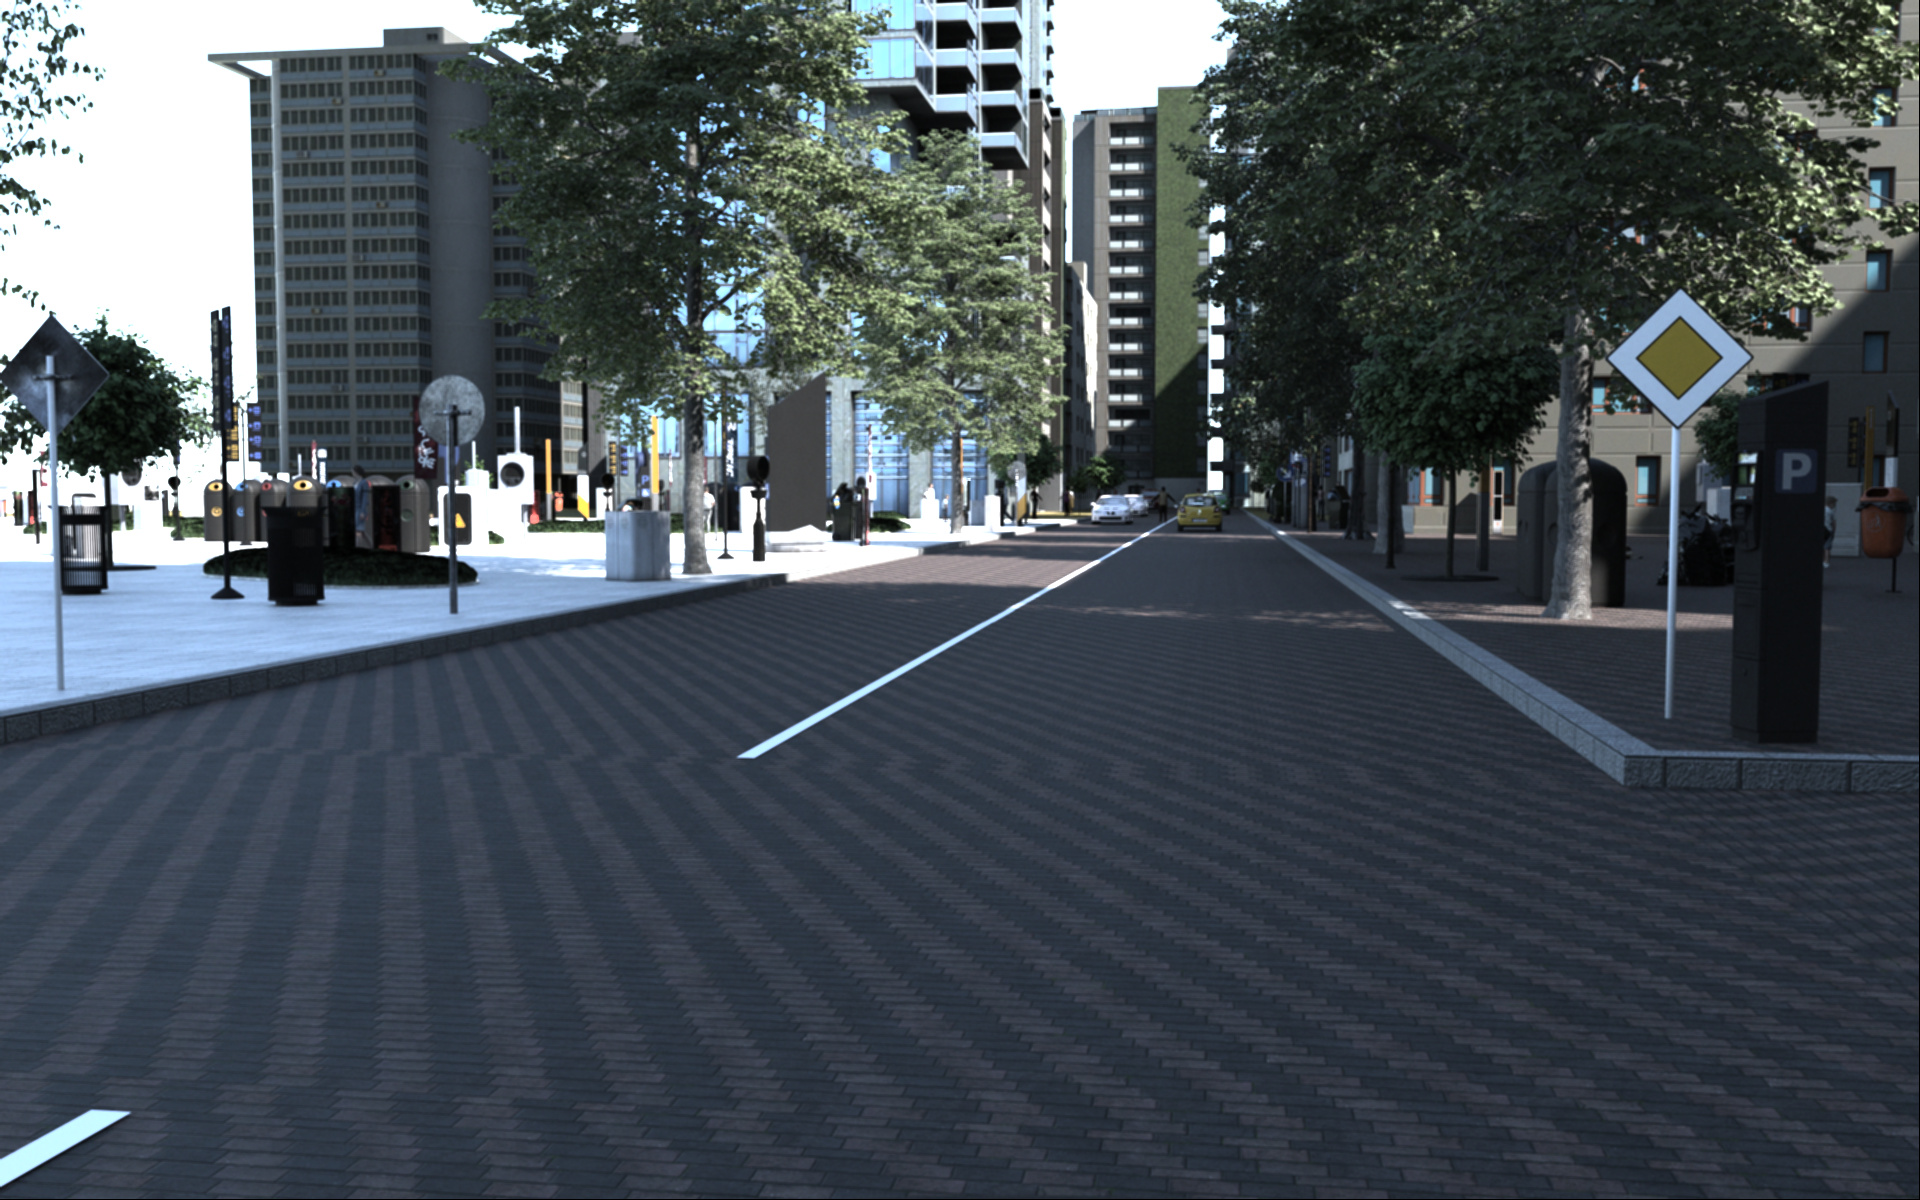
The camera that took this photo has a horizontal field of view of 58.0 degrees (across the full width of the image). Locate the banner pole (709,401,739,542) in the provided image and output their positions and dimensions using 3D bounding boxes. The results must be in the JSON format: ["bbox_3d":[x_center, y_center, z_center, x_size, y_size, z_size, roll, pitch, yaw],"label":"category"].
[{"bbox_3d":[-6.375,-3.471,46.766,0.863,3.779,0.401,1,4,8],"label":"banner pole"}]

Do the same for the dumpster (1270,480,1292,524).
[{"bbox_3d":[14.380,-4.488,75.873,1.502,2.255,1.985,1,4,9],"label":"dumpster"}]

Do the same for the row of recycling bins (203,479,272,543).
[{"bbox_3d":[-18.632,-2.394,46.261,3.534,1.692,1.069,1,4,16],"label":"row of recycling bins"}]

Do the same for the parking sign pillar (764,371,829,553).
[{"bbox_3d":[-3.607,-3.028,37.982,1.447,3.967,1.447,-1,4,-21],"label":"parking sign pillar"}]

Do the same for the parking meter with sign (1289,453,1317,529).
[{"bbox_3d":[12.862,-4.174,64.508,0.543,3.016,1.738,2,4,26],"label":"parking meter with sign"}]

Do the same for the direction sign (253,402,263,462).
[{"bbox_3d":[-17.646,-3.101,42.696,0.876,3.537,0.379,0,4,-8],"label":"direction sign"}]

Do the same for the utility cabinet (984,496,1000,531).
[{"bbox_3d":[1.132,-2.999,60.191,0.306,1.237,1.020,1,4,16],"label":"utility cabinet"}]

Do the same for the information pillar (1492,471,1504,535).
[{"bbox_3d":[17.038,-3.080,54.854,0.304,2.012,0.304,1,4,17],"label":"information pillar"}]

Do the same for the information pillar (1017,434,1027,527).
[{"bbox_3d":[2.407,-4.669,67.693,0.183,3.616,0.504,-3,5,-43],"label":"information pillar"}]

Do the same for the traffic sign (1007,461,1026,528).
[{"bbox_3d":[2.160,-4.049,66.304,0.768,2.556,0.104,1,4,17],"label":"traffic sign"}]

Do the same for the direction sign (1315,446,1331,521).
[{"bbox_3d":[17.025,-5.466,81.367,0.379,3.537,0.876,-3,5,-42],"label":"direction sign"}]

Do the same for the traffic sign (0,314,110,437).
[{"bbox_3d":[-5.910,-0.558,11.314,0.795,2.593,0.064,1,4,8],"label":"traffic sign"}]

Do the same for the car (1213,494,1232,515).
[{"bbox_3d":[18.024,-6.879,121.271,1.959,1.807,4.718,1,4,10],"label":"car"}]

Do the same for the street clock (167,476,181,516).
[{"bbox_3d":[-31.030,-3.906,68.435,0.471,2.002,0.358,-3,5,-45],"label":"street clock"}]

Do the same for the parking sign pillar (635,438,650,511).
[{"bbox_3d":[-14.527,-5.555,79.301,1.447,3.967,1.447,-1,4,-21],"label":"parking sign pillar"}]

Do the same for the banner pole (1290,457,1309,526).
[{"bbox_3d":[13.873,-4.918,70.428,0.863,3.779,0.401,0,4,6],"label":"banner pole"}]

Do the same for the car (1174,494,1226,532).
[{"bbox_3d":[9.309,-3.488,67.250,2.015,1.641,3.980,0,4,8],"label":"car"}]

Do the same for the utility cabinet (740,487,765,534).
[{"bbox_3d":[-6.467,-2.869,55.586,1.173,1.500,0.318,-2,4,-26],"label":"utility cabinet"}]

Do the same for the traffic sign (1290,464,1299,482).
[{"bbox_3d":[14.233,-4.516,73.948,0.768,2.556,0.104,1,4,17],"label":"traffic sign"}]

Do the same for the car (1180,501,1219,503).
[{"bbox_3d":[12.957,-5.020,93.879,2.131,1.459,4.920,1,4,10],"label":"car"}]

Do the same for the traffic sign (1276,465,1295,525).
[{"bbox_3d":[13.554,-4.406,72.140,0.768,2.556,0.104,1,4,9],"label":"traffic sign"}]

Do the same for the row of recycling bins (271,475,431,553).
[{"bbox_3d":[-13.282,-1.904,38.250,3.534,1.692,1.069,1,4,16],"label":"row of recycling bins"}]

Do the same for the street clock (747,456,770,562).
[{"bbox_3d":[-3.801,-1.720,32.698,0.358,2.002,0.471,2,4,24],"label":"street clock"}]

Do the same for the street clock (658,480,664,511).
[{"bbox_3d":[-15.327,-5.146,88.714,0.358,2.002,0.471,0,4,7],"label":"street clock"}]

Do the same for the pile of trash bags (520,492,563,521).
[{"bbox_3d":[-20.074,-4.436,82.282,1.912,1.369,3.447,2,4,27],"label":"pile of trash bags"}]

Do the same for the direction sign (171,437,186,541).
[{"bbox_3d":[-21.219,-3.360,46.936,0.379,3.537,0.876,-3,4,-36],"label":"direction sign"}]

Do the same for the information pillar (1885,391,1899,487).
[{"bbox_3d":[21.118,-2.931,39.284,0.183,3.616,0.504,0,4,8],"label":"information pillar"}]

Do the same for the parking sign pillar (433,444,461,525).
[{"bbox_3d":[-17.761,-4.369,59.912,1.447,3.967,1.447,1,4,9],"label":"parking sign pillar"}]

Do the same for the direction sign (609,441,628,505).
[{"bbox_3d":[-14.717,-5.055,74.649,0.876,3.537,0.379,-3,4,-37],"label":"direction sign"}]

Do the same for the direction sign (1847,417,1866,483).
[{"bbox_3d":[26.468,-3.607,50.968,0.379,3.537,0.876,-1,4,-18],"label":"direction sign"}]

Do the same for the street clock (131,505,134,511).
[{"bbox_3d":[-43.439,-5.287,91.007,0.358,2.002,0.471,-3,5,-41],"label":"street clock"}]

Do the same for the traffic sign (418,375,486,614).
[{"bbox_3d":[-5.438,-1.127,18.528,0.768,2.556,0.104,1,4,10],"label":"traffic sign"}]

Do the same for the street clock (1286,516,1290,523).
[{"bbox_3d":[14.743,-4.480,77.816,0.358,2.002,0.471,2,4,24],"label":"street clock"}]

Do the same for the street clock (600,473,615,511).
[{"bbox_3d":[-12.316,-3.422,60.524,0.471,2.002,0.358,-1,4,-23],"label":"street clock"}]

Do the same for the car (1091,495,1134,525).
[{"bbox_3d":[7.342,-4.330,83.150,2.083,1.381,4.827,0,4,8],"label":"car"}]

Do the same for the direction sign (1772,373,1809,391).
[{"bbox_3d":[15.566,-2.480,32.552,0.876,3.537,0.379,-1,4,-21],"label":"direction sign"}]

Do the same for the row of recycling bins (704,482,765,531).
[{"bbox_3d":[-7.716,-3.291,60.926,1.069,1.692,3.534,3,4,38],"label":"row of recycling bins"}]

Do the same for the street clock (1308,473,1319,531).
[{"bbox_3d":[12.221,-3.385,59.922,0.358,2.002,0.471,3,4,35],"label":"street clock"}]

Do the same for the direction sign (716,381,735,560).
[{"bbox_3d":[-4.605,-2.565,33.943,0.379,3.537,0.876,0,4,-2],"label":"direction sign"}]

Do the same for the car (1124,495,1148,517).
[{"bbox_3d":[11.000,-6.012,110.665,2.083,1.381,4.827,1,4,10],"label":"car"}]

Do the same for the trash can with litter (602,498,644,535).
[{"bbox_3d":[-10.209,-2.495,52.182,1.055,1.170,0.624,-3,5,-44],"label":"trash can with litter"}]

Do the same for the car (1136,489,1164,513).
[{"bbox_3d":[14.835,-7.714,134.802,2.281,1.827,5.304,1,4,9],"label":"car"}]

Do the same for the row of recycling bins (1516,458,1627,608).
[{"bbox_3d":[7.394,-0.862,21.203,1.069,1.692,3.534,1,4,11],"label":"row of recycling bins"}]

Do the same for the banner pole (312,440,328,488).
[{"bbox_3d":[-29.862,-5.550,80.759,0.863,3.779,0.401,-3,5,-44],"label":"banner pole"}]

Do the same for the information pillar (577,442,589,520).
[{"bbox_3d":[-17.045,-5.321,78.360,0.504,3.616,0.183,1,4,13],"label":"information pillar"}]

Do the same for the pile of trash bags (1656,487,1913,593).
[{"bbox_3d":[11.290,-0.852,23.683,1.912,1.369,3.447,-2,4,-30],"label":"pile of trash bags"}]

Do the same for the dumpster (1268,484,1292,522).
[{"bbox_3d":[15.036,-4.589,80.793,1.264,1.857,1.865,1,4,8],"label":"dumpster"}]

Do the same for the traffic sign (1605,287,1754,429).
[{"bbox_3d":[4.072,-0.466,9.811,0.795,2.593,0.064,1,4,8],"label":"traffic sign"}]

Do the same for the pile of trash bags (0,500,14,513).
[{"bbox_3d":[-40.330,-3.990,74.996,3.447,1.369,1.912,1,4,11],"label":"pile of trash bags"}]

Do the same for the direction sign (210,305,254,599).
[{"bbox_3d":[-9.013,-1.787,21.210,0.379,3.537,0.876,-3,4,-37],"label":"direction sign"}]
